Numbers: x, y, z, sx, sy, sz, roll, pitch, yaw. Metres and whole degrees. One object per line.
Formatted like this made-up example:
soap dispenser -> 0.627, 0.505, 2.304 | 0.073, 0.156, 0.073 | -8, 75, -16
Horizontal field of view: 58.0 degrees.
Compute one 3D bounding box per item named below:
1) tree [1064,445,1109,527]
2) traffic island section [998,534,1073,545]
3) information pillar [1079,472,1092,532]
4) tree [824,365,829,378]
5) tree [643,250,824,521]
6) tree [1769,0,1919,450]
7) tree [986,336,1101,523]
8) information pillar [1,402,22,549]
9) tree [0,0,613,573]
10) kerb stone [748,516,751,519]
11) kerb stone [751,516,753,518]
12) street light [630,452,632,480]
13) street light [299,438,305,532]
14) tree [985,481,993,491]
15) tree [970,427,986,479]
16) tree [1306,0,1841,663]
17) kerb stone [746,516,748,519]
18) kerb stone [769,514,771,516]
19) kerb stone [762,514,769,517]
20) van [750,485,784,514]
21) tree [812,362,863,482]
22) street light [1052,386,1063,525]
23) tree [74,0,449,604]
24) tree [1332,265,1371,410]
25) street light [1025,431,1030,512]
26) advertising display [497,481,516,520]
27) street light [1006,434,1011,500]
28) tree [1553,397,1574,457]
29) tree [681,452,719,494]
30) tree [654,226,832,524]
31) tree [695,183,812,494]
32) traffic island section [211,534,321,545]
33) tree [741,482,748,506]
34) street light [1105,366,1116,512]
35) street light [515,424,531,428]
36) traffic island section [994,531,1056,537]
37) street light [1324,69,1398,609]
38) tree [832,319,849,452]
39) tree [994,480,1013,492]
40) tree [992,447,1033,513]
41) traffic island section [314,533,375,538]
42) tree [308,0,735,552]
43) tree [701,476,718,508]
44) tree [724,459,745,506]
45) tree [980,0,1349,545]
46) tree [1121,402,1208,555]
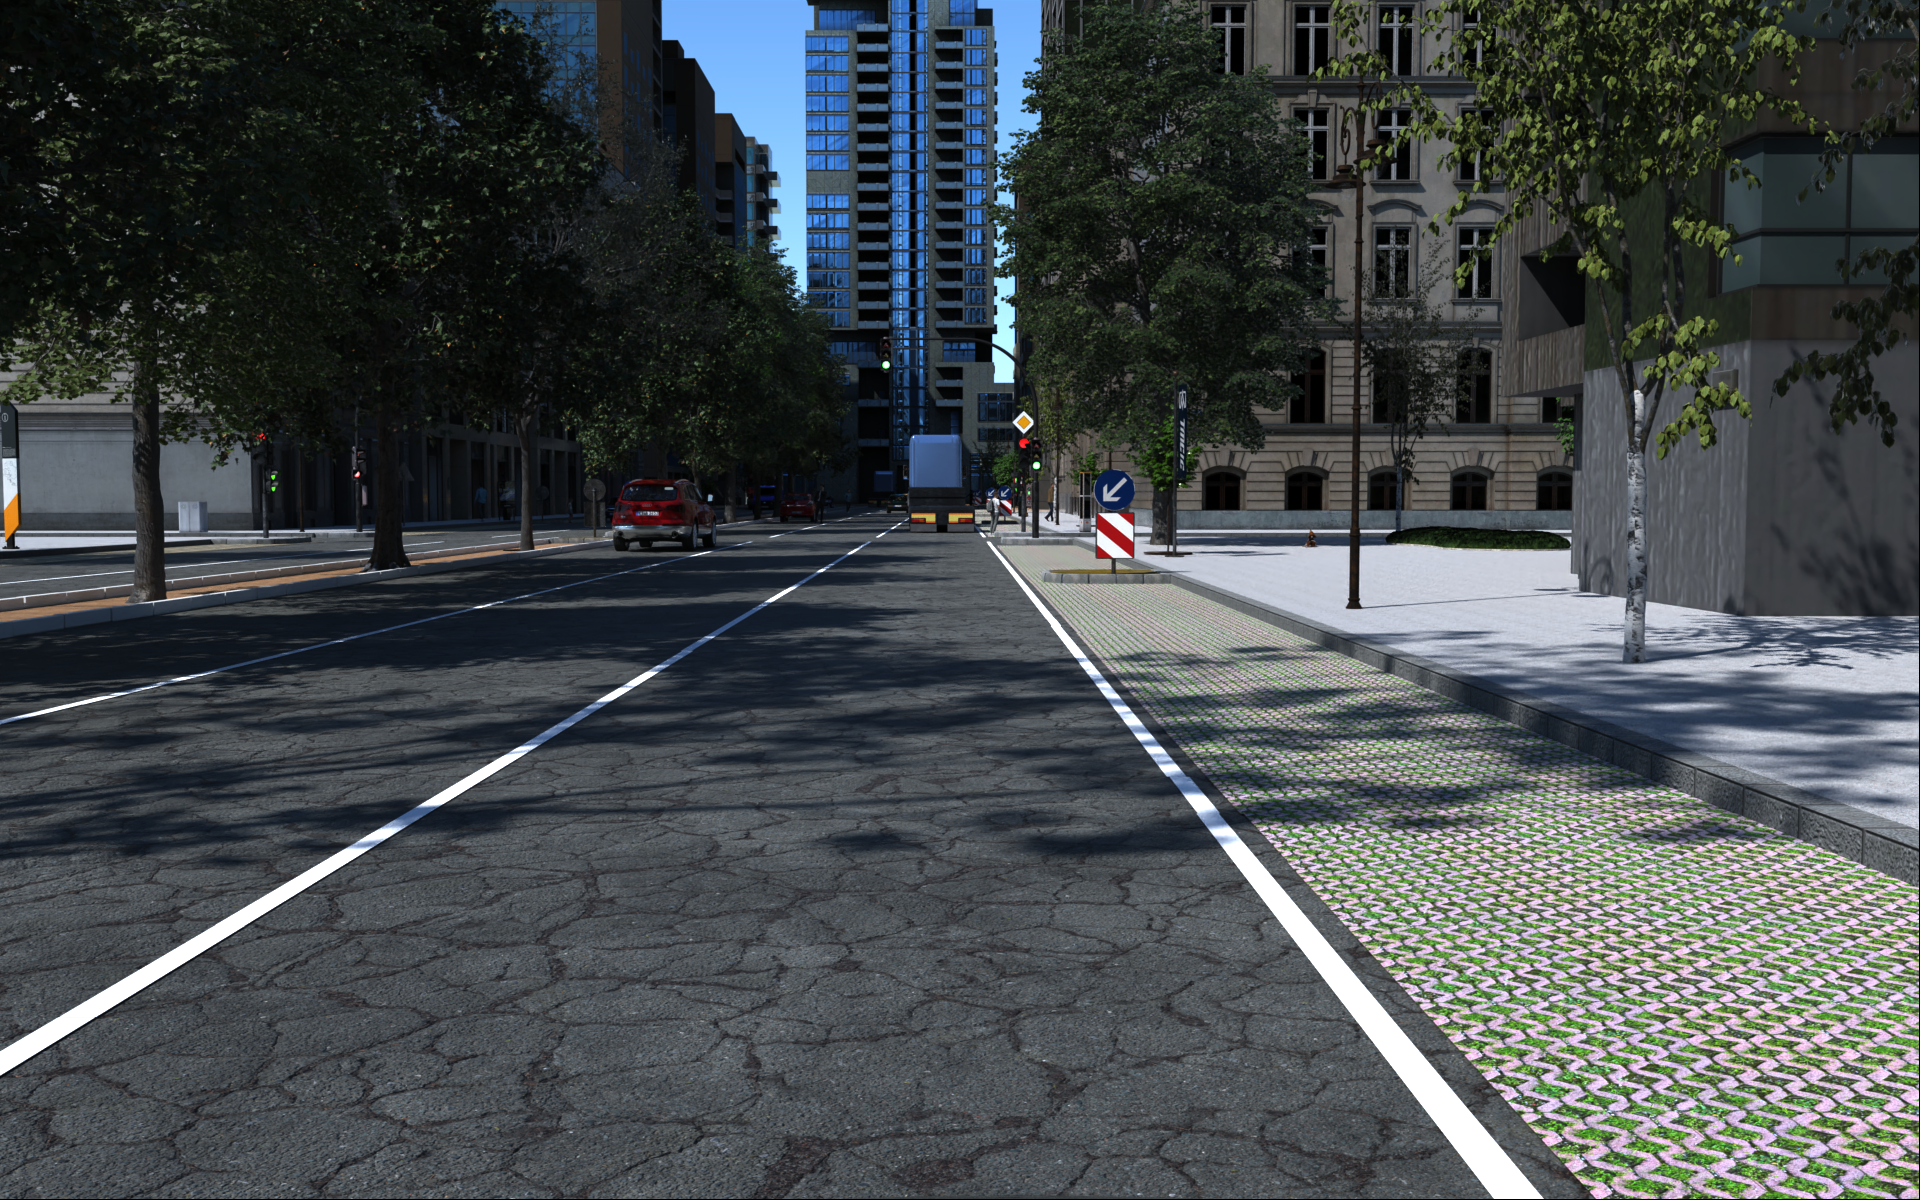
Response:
tree -> 5.179, -4.503, 68.224 | 1.663, 3.219, 1.824 | 0, 3, 0
traffic island section -> 2.219, -1.730, 50.560 | 2.009, 0.180, 2.903 | 0, 4, 0
information pillar -> 4.199, -3.271, 57.976 | 0.304, 2.012, 0.304 | -1, 4, -21
tree -> -10.834, -10.083, 93.076 | 9.928, 11.665, 9.643 | 0, 3, 0
tree -> -11.016, -8.837, 72.690 | 9.928, 11.665, 9.643 | 0, 3, 0
tree -> 4.867, -3.501, 7.608 | 4.360, 8.622, 3.978 | 0, 3, 0
tree -> 4.349, -7.788, 77.701 | 4.737, 8.622, 4.395 | 0, 3, 0
information pillar -> -22.061, -2.991, 40.257 | 0.504, 3.616, 0.183 | 2, 4, 24
tree -> -10.413, -6.843, 31.348 | 9.611, 12.733, 9.660 | 0, 3, 0
kerb stone -> -12.167, -4.664, 98.456 | 0.120, 0.150, 1.000 | 0, 4, 0
kerb stone -> -12.174, -4.727, 99.478 | 0.120, 0.150, 1.000 | 0, 4, 0
street light -> -22.698, -8.974, 119.517 | 0.468, 5.910, 1.993 | 0, 4, 0
street light -> -22.290, -5.243, 58.513 | 0.468, 5.910, 1.993 | 0, 4, 0
tree -> 4.112, -13.066, 208.227 | 1.663, 3.219, 1.824 | 0, 3, 0
tree -> 3.310, -14.196, 182.472 | 4.737, 8.622, 4.395 | 0, 3, 0
tree -> 4.911, -3.822, 12.857 | 4.737, 8.622, 4.395 | 0, 3, 0
kerb stone -> -12.167, -4.602, 97.431 | 0.120, 0.150, 1.000 | 0, 4, 0
kerb stone -> -12.235, -5.354, 109.733 | 0.120, 0.150, 1.000 | 0, 4, 0
kerb stone -> -12.228, -5.291, 108.702 | 0.120, 0.150, 1.000 | 0, 4, 0
van -> -13.954, -7.441, 126.039 | 2.240, 2.365, 5.245 | 0, 4, -1
tree -> -11.385, -12.034, 116.217 | 9.611, 12.733, 9.660 | 0, 3, 0
street light -> 4.043, -6.041, 71.560 | 0.468, 5.910, 1.993 | 0, 4, 0
tree -> -10.718, -6.247, 22.718 | 7.486, 12.596, 7.792 | 0, 3, 0
tree -> 12.531, -5.991, 48.308 | 4.360, 8.622, 3.978 | 0, 3, 0
street light -> 3.906, -7.909, 102.093 | 0.468, 5.910, 1.993 | 0, 4, 0
advertising display -> -22.129, -4.851, 84.529 | 0.123, 1.923, 0.974 | 3, 5, 40
street light -> 3.712, -9.813, 133.237 | 0.468, 5.910, 1.993 | 0, 4, 0
tree -> 13.728, -3.107, 34.506 | 4.285, 4.588, 4.351 | 0, 3, 0
tree -> -23.047, -12.448, 153.879 | 4.737, 8.622, 4.395 | 0, 3, 0
tree -> -11.091, -10.637, 83.029 | 9.857, 13.997, 8.962 | 0, 3, 0
tree -> -10.617, -8.692, 61.587 | 9.611, 12.733, 9.660 | 0, 3, 0
traffic island section -> -20.222, -1.722, 50.431 | 2.009, 0.180, 2.903 | 0, 4, 0
tree -> -23.496, -12.037, 191.402 | 1.663, 3.219, 1.824 | 0, 3, 0
street light -> 4.324, -4.712, 49.830 | 0.468, 5.910, 1.993 | 0, 4, 0
street light -> -22.409, -7.109, 89.015 | 0.468, 5.910, 1.993 | 0, 4, 0
traffic island section -> 2.171, -2.218, 58.545 | 2.009, 0.180, 2.903 | 0, 4, 0
street light -> 4.412, -2.840, 19.217 | 0.468, 5.910, 1.993 | 0, 4, 0
tree -> -11.075, -11.979, 104.969 | 9.857, 13.997, 8.962 | 0, 3, 0
tree -> 4.479, -10.717, 169.817 | 1.663, 3.219, 1.824 | 0, 3, 0
tree -> 3.856, -8.388, 120.856 | 4.285, 4.588, 4.351 | 0, 3, 0
traffic island section -> -20.270, -2.210, 58.416 | 2.009, 0.180, 2.903 | 0, 4, 0
tree -> -10.781, -7.945, 42.728 | 12.009, 13.543, 11.850 | 0, 3, 0
tree -> -23.727, -10.389, 164.459 | 1.663, 3.219, 1.824 | 0, 3, 0
tree -> -23.849, -14.500, 187.441 | 4.360, 8.622, 3.978 | 0, 3, 0
tree -> 5.181, -8.353, 43.232 | 9.857, 13.997, 8.962 | 0, 3, 0
tree -> 4.485, -2.568, 36.592 | 1.663, 3.219, 1.824 | 0, 3, 0
